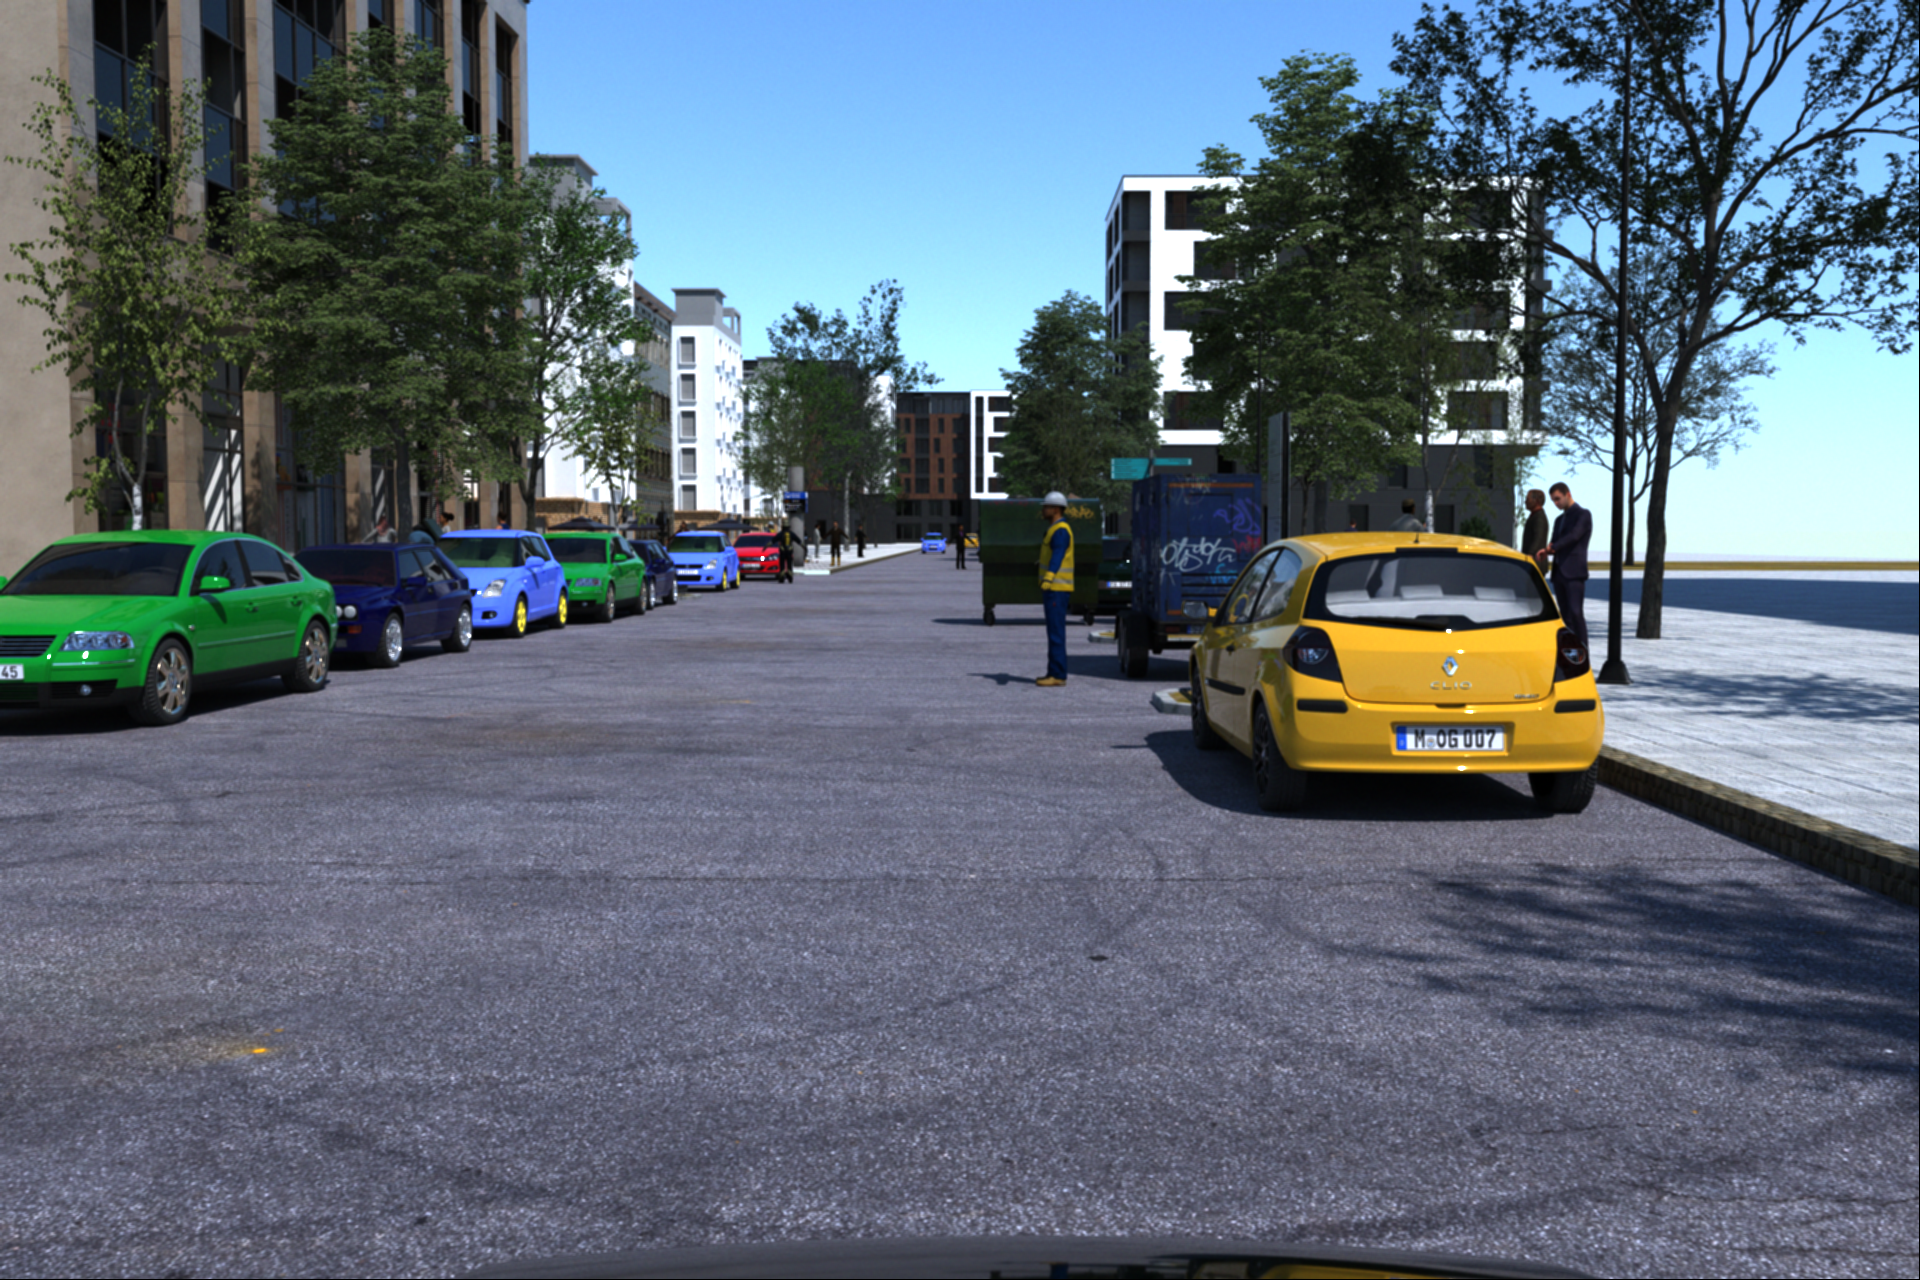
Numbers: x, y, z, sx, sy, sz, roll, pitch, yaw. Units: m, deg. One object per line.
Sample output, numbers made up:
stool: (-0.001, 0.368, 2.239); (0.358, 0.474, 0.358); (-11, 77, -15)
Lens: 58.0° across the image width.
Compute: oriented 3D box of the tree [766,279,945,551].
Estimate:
tree: (-6.938, -16.602, 127.337); (12.611, 20.169, 13.585); (0, 3, 0)

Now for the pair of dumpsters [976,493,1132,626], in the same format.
pair of dumpsters: (2.476, -1.378, 27.475); (4.436, 2.255, 1.574); (0, 4, 0)

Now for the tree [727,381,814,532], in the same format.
tree: (-8.555, -8.092, 82.671); (4.360, 8.622, 3.978); (0, 3, 0)

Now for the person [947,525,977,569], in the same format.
person: (0.043, -3.790, 70.650); (1.346, 1.802, 0.704); (-2, 4, -29)

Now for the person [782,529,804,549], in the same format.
person: (-5.806, -2.985, 57.383); (1.348, 1.813, 0.705); (0, 4, 4)

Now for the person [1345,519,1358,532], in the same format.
person: (11.277, -2.621, 49.814); (0.530, 1.710, 0.541); (-1, 4, -20)

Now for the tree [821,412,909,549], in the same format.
tree: (-8.156, -13.469, 145.979); (9.928, 11.665, 9.643); (0, 3, 0)

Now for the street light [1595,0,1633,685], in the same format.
street light: (6.167, -2.579, 14.711); (1.470, 5.913, 1.316); (0, 4, 1)

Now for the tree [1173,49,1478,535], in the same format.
tree: (8.770, -7.549, 41.554); (7.486, 12.596, 7.792); (0, 3, 0)

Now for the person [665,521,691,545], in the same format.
person: (-9.530, -3.228, 59.589); (1.215, 1.729, 0.721); (0, 4, 4)

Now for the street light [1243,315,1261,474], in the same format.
street light: (6.719, -3.870, 35.814); (1.470, 5.913, 1.316); (0, 4, 1)

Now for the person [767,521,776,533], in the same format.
person: (-7.344, -3.671, 66.481); (0.721, 1.772, 1.216); (2, 4, 26)

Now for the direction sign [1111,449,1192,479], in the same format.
direction sign: (5.998, -3.981, 53.858); (2.525, 3.948, 1.411); (0, 4, 0)

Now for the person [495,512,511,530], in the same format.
person: (-10.870, -2.133, 41.040); (0.704, 1.807, 1.345); (1, 4, 22)

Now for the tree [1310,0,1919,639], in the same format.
tree: (8.327, -5.273, 20.625); (8.767, 10.594, 7.601); (1, 4, 18)

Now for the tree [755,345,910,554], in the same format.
tree: (-8.075, -12.314, 111.708); (12.009, 13.543, 11.850); (0, 3, 0)

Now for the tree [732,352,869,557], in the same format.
tree: (-9.002, -10.539, 98.075); (9.928, 11.665, 9.643); (0, 3, 0)

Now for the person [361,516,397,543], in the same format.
person: (-16.581, -2.674, 49.860); (1.347, 1.811, 0.704); (-1, 4, -18)

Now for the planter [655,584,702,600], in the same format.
planter: (-6.781, -1.053, 38.351); (1.991, 0.319, 1.994); (0, 4, 1)

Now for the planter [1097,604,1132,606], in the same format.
planter: (2.857, -0.871, 35.376); (1.991, 0.319, 1.994); (0, 4, 1)

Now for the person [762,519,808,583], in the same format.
person: (-5.087, -2.587, 50.540); (1.354, 1.856, 0.705); (-1, 4, -16)

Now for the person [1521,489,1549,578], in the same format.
person: (6.727, -0.868, 20.364); (0.705, 1.807, 1.348); (1, 4, 17)

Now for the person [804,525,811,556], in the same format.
person: (-9.125, -5.806, 101.110); (0.705, 1.806, 1.347); (-2, 4, -35)

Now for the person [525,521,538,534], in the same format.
person: (-15.610, -3.462, 62.735); (0.704, 1.817, 1.347); (2, 4, 27)

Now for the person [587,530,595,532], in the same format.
person: (-17.402, -4.573, 81.487); (1.216, 1.740, 0.721); (-3, 4, -39)

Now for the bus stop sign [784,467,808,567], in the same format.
bus stop sign: (-6.415, -4.815, 67.747); (0.837, 3.901, 0.837); (0, 4, 0)

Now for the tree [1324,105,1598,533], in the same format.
tree: (8.018, -4.882, 30.191); (4.360, 8.622, 3.978); (0, 3, 0)

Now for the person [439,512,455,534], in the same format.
person: (-10.904, -1.810, 36.371); (0.721, 1.739, 1.217); (-2, 4, -28)

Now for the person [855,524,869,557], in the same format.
person: (-5.447, -5.461, 95.215); (0.705, 1.837, 1.347); (2, 4, 29)

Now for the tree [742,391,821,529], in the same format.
tree: (-8.712, -8.470, 88.847); (4.360, 8.622, 3.978); (0, 3, 0)

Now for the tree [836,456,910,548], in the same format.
tree: (-8.224, -13.928, 162.134); (7.601, 10.594, 8.767); (0, 4, -2)

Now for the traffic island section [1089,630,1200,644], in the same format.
traffic island section: (2.743, -0.028, 23.321); (1.991, 0.108, 1.994); (0, 4, 1)

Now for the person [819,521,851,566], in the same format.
person: (-4.999, -3.879, 69.558); (1.346, 1.812, 0.704); (1, 4, 14)

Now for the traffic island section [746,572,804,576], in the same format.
traffic island section: (-6.475, -2.298, 60.438); (1.991, 0.108, 1.994); (0, 4, 1)

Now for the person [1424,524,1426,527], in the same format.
person: (11.923, -2.361, 45.455); (0.742, 1.727, 0.445); (2, 4, 23)

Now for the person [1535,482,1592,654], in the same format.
person: (5.626, -0.593, 16.191); (0.568, 1.767, 0.683); (-1, 4, -15)

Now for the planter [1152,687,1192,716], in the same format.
planter: (2.618, 0.417, 14.321); (1.991, 0.319, 1.994); (0, 4, 1)

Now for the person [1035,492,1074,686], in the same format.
person: (0.874, -0.489, 16.430); (0.705, 1.833, 1.349); (0, 4, 2)

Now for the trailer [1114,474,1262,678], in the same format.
trailer: (2.366, -0.689, 18.308); (1.471, 1.999, 3.904); (0, 3, 0)

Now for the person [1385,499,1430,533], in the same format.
person: (6.833, -1.240, 26.367); (0.704, 1.819, 1.344); (-3, 5, -43)

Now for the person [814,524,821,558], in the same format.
person: (-7.583, -5.271, 92.367); (0.705, 1.806, 1.347); (-1, 4, -15)
